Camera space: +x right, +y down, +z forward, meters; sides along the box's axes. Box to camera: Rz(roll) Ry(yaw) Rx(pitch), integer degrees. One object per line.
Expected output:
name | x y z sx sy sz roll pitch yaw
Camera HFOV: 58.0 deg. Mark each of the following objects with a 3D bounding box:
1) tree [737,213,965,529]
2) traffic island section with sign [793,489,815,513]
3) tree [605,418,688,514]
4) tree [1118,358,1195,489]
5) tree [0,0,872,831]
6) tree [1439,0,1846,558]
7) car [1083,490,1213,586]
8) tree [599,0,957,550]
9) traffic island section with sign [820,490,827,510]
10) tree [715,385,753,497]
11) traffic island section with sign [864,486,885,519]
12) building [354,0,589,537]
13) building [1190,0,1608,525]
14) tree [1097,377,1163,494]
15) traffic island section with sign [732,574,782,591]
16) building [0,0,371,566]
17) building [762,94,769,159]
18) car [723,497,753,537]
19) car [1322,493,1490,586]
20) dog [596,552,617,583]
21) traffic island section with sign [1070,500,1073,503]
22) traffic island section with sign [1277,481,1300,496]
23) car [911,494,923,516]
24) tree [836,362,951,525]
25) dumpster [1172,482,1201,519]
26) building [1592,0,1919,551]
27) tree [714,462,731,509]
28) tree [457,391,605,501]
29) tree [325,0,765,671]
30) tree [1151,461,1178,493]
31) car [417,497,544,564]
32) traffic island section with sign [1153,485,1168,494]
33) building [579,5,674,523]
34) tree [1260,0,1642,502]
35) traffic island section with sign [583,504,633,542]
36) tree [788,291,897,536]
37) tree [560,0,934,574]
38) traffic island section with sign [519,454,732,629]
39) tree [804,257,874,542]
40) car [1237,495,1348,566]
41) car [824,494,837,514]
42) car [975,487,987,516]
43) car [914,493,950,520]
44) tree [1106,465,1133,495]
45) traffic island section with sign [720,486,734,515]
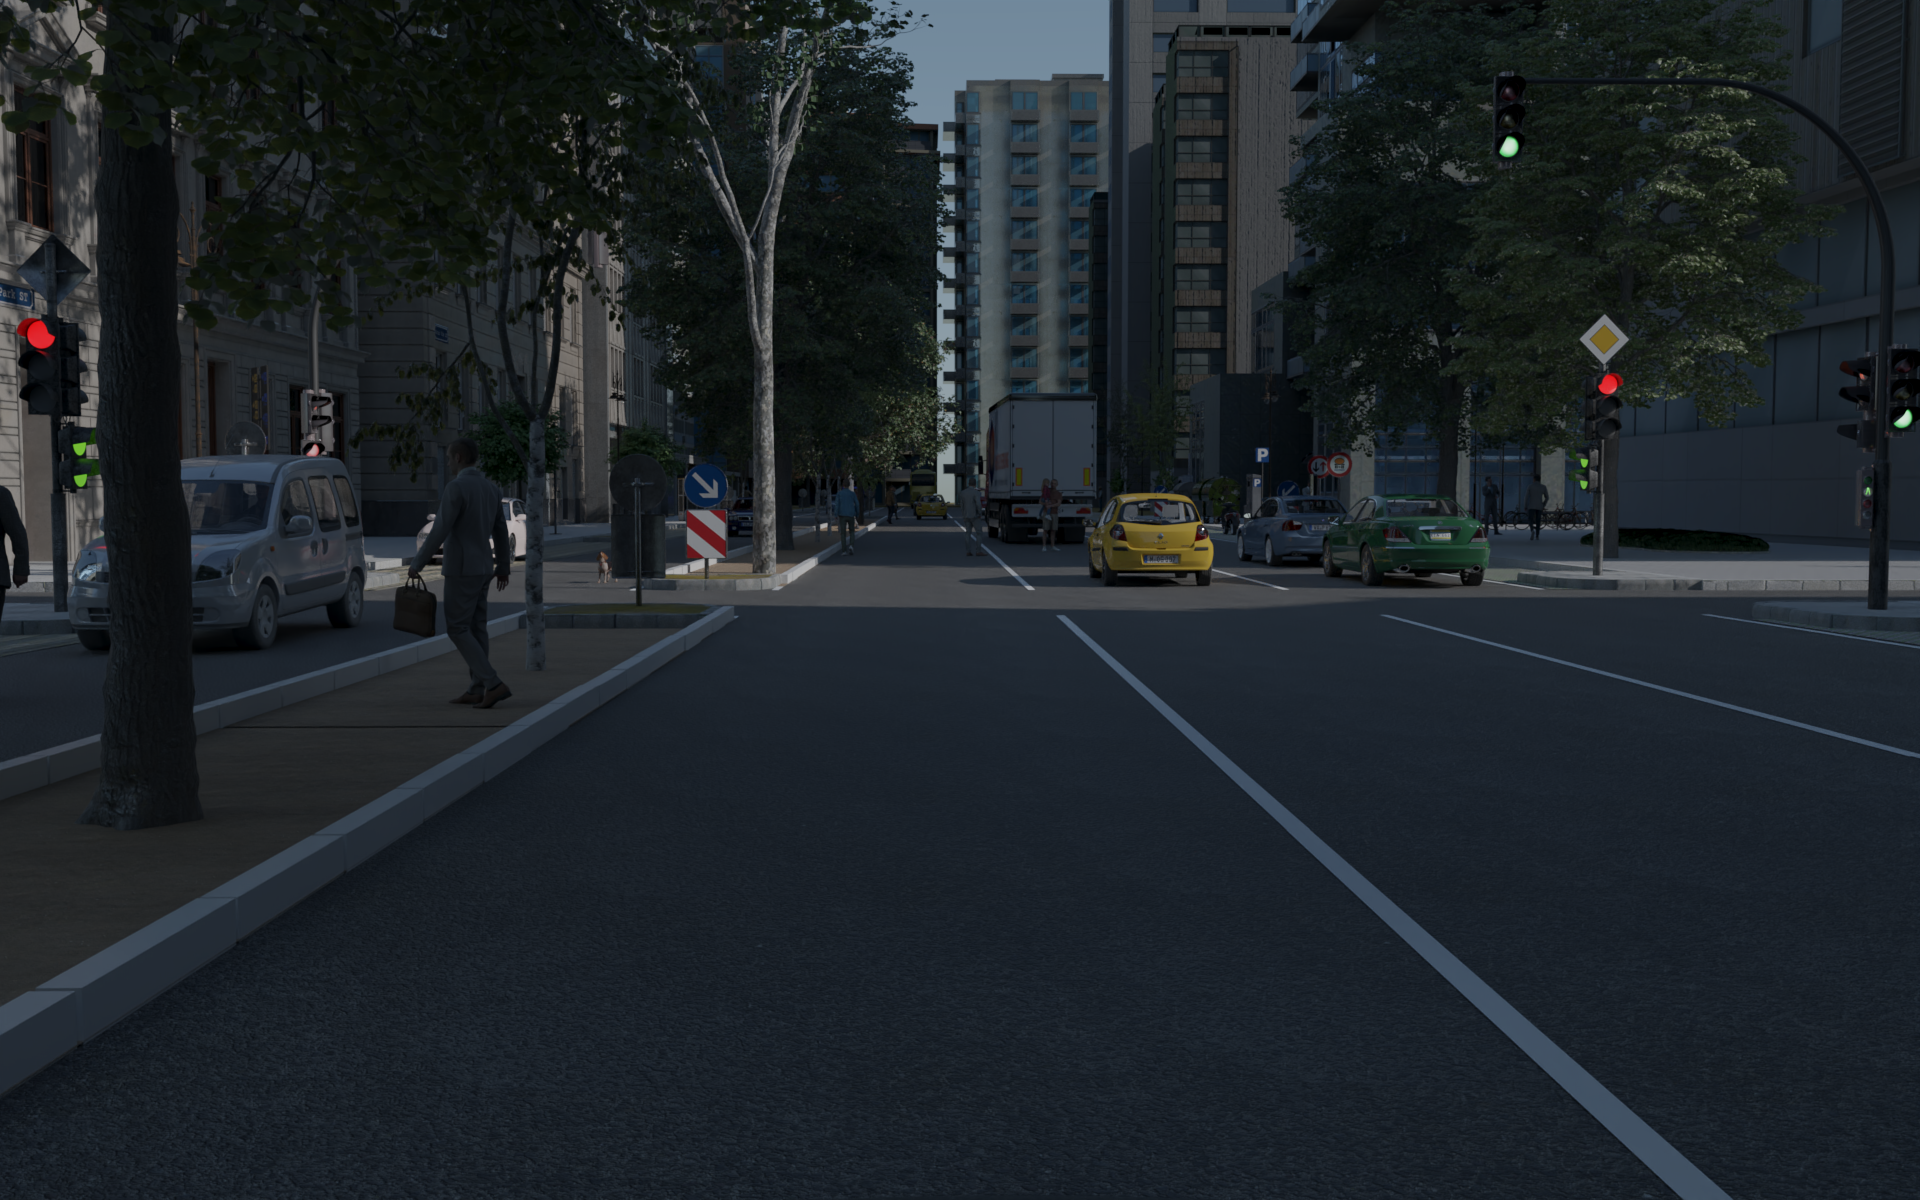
tree | -4.535 -9.230 70.368 9.611 12.733 9.660 0 3 0
traffic island section with sign | -11.716 -7.401 129.628 1.989 1.847 2.006 0 4 -1
tree | -13.223 -5.426 72.427 4.285 4.588 4.351 0 3 0
tree | 10.681 -8.665 92.039 4.737 8.622 4.395 0 3 0
tree | -3.657 -5.323 7.609 7.486 12.596 7.792 0 3 0
tree | 13.421 -7.110 34.374 7.486 12.596 7.792 0 3 0
car | 3.062 -1.112 28.406 2.015 1.641 3.980 0 4 0
tree | -4.584 -8.244 43.902 9.857 13.997 8.962 0 3 0
traffic island section with sign | -12.250 -9.049 156.578 1.989 1.847 2.006 0 4 -1
tree | -14.117 -9.863 111.622 4.737 8.622 4.395 0 3 0
traffic island section with sign | -5.337 -5.727 101.780 2.006 1.907 1.989 0 4 -1
building | -21.811 -16.257 63.066 12.463 27.353 25.104 0 4 -1
building | 25.122 -47.257 85.331 22.319 86.520 31.000 0 4 -1
tree | 10.454 -9.663 108.349 4.360 8.622 3.978 0 3 0
traffic island section with sign | -3.821 -1.133 26.656 2.006 1.907 1.989 0 4 -1
building | -22.089 -12.431 39.403 11.583 22.565 21.152 0 4 -1
building | -25.537 -29.584 167.292 14.086 41.232 14.154 0 4 -1
car | -7.074 -2.856 59.276 1.945 1.354 3.894 0 4 -3
car | 7.235 -1.019 28.454 2.131 1.459 4.920 0 4 0
dog | -5.706 -0.533 27.996 0.406 0.507 0.540 -2 4 -28
traffic island section with sign | 8.024 -7.377 129.238 1.989 1.847 2.006 0 4 -1
traffic island section with sign | 9.567 -2.645 51.867 1.989 1.847 2.006 0 4 -1
car | -2.215 -6.416 114.694 2.009 1.686 4.222 0 4 -3
tree | -4.592 -8.777 80.376 8.767 10.594 7.601 0 4 -1
dumpster | 10.875 -4.702 82.635 1.264 1.857 1.865 0 4 -1
building | 33.795 -27.731 42.636 27.495 52.752 28.713 0 4 -1
tree | -14.503 -6.618 102.804 1.663 3.219 1.824 0 3 0
tree | -13.547 -4.231 52.894 4.285 4.588 4.351 0 3 0
tree | -3.450 -3.741 13.986 4.360 8.622 3.978 0 3 0
tree | 11.662 -6.387 99.030 1.663 3.219 1.824 0 3 0
car | -10.065 -1.484 36.633 2.083 1.381 4.827 0 4 -2
traffic island section with sign | 9.013 -4.339 79.578 1.989 1.847 2.006 0 4 -1
building | -21.721 -16.367 85.626 12.078 24.808 19.932 0 4 -1
tree | 12.631 -8.411 44.180 9.857 13.997 8.962 0 3 0
traffic island section with sign | -10.158 -2.655 52.034 1.989 1.847 2.006 0 4 -1
tree | -4.362 -6.753 63.233 4.737 8.622 4.395 0 3 0
tree | -4.752 -10.582 31.365 12.611 20.169 13.585 0 3 0
traffic island section with sign | -3.682 -0.680 19.250 2.006 1.907 1.989 0 4 -1
tree | -4.235 -6.021 51.268 4.360 8.622 3.978 0 3 0
car | 6.915 -1.442 35.582 2.014 1.417 4.499 0 4 -2
car | -8.701 -6.864 124.233 2.014 1.417 4.499 0 4 -3
car | 1.496 -5.380 96.636 2.281 1.827 5.304 0 3 0
car | -1.573 -5.336 97.468 2.015 1.641 3.980 0 4 0
tree | 10.404 -7.295 113.868 1.663 3.219 1.824 0 3 0
traffic island section with sign | -10.716 -4.350 79.755 1.989 1.847 2.006 0 4 -1
